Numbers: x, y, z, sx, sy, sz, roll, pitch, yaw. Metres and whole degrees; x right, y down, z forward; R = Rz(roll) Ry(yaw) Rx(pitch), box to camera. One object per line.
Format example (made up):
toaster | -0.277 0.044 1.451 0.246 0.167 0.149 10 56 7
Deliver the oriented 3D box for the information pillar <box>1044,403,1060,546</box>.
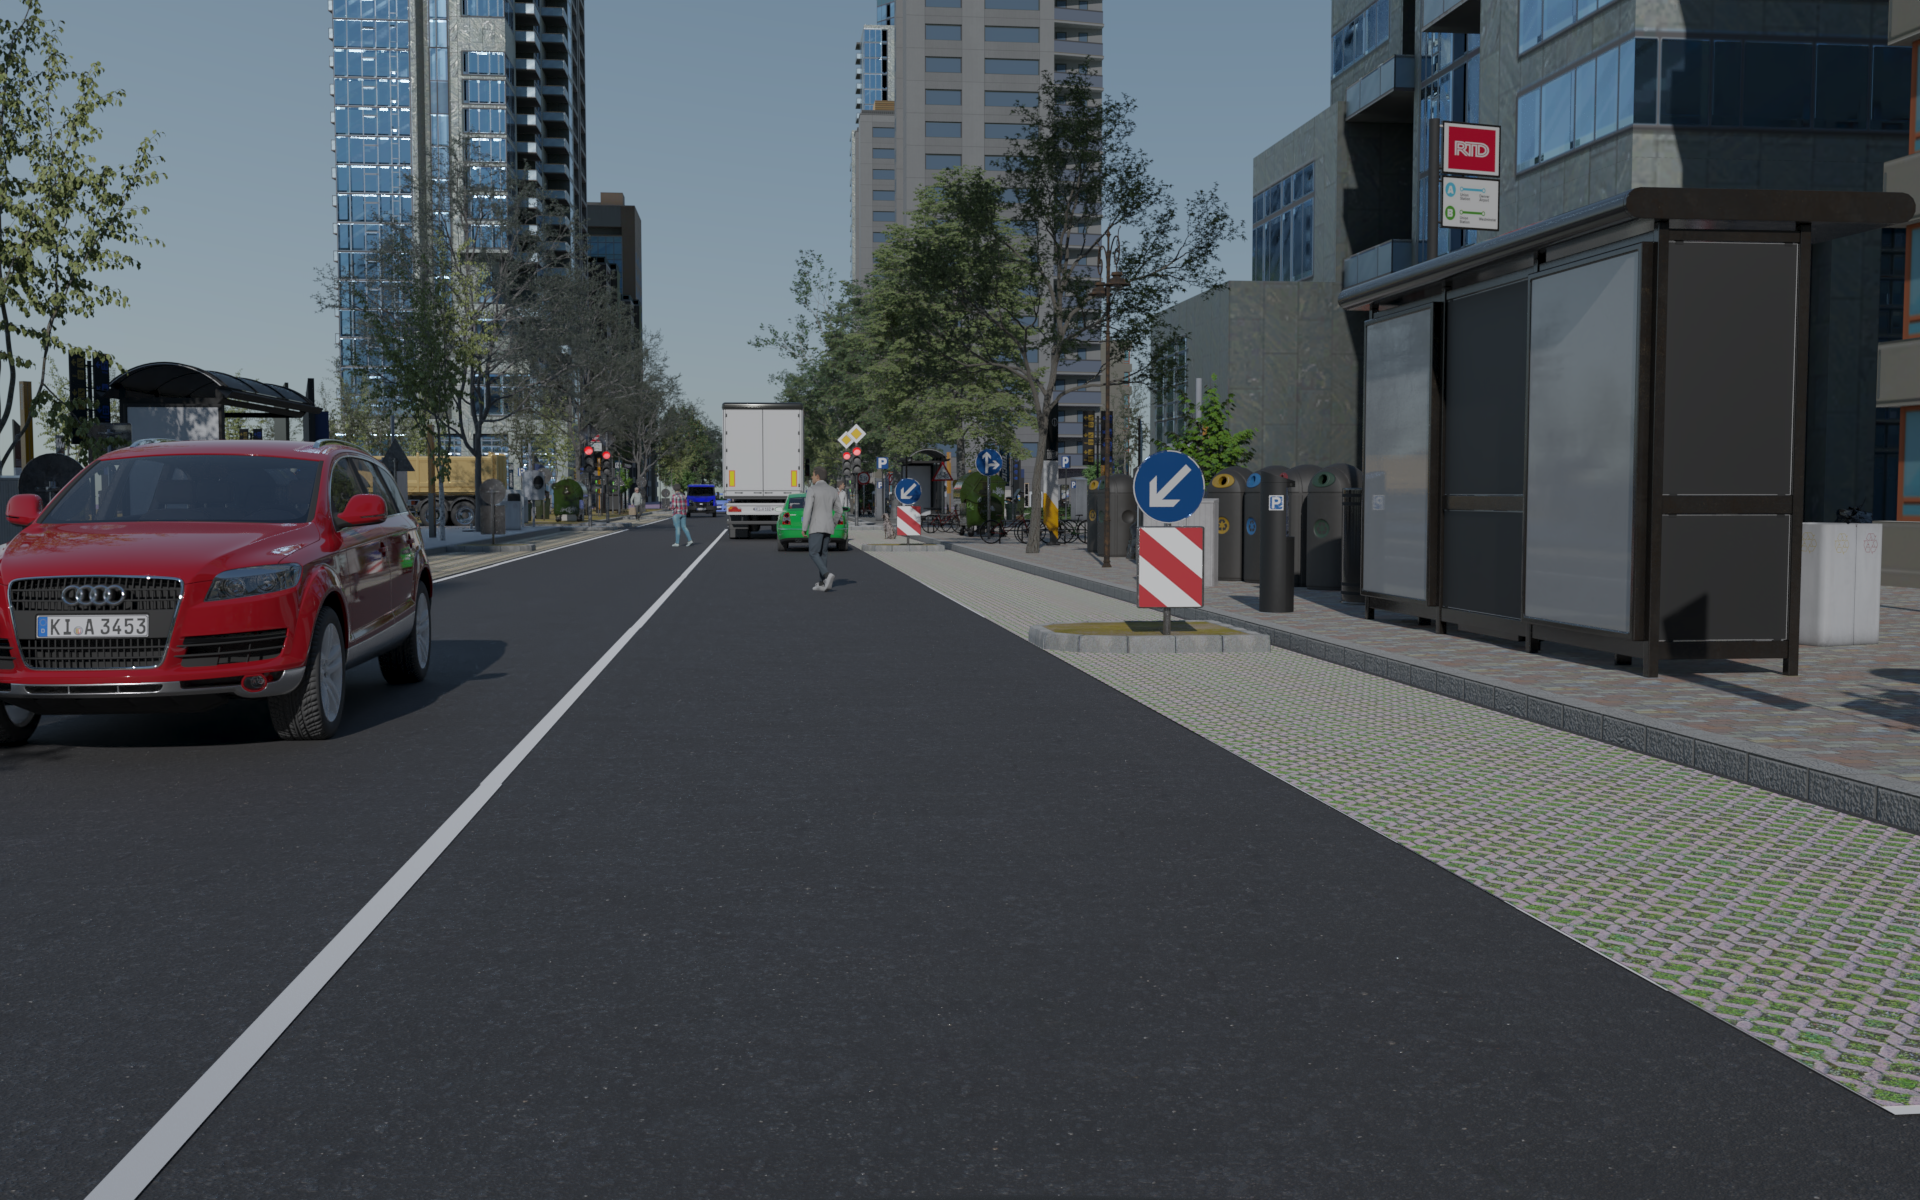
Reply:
information pillar | 2.271 -3.162 43.052 0.183 3.616 0.504 3 5 42

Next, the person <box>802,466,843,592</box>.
person | -1.999 -1.052 25.539 0.661 1.843 0.795 -3 4 -39

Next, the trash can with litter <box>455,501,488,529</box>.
trash can with litter | -17.378 -3.214 63.600 1.678 1.210 2.233 -3 5 -43

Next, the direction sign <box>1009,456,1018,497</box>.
direction sign | 3.071 -6.823 103.552 0.876 3.537 0.379 -2 4 -28

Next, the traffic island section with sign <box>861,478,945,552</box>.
traffic island section with sign | -1.474 -2.147 43.735 1.989 1.847 2.006 0 4 -7

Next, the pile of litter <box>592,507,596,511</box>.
pile of litter | -28.021 -7.405 135.042 1.719 0.858 1.176 0 4 -7

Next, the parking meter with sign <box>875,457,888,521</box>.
parking meter with sign | -3.806 -5.294 82.820 0.543 3.016 1.738 -1 4 -9

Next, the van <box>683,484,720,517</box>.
van | -16.131 -6.336 107.981 2.240 2.365 5.245 -1 4 -8

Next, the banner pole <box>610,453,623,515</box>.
banner pole | -22.610 -7.575 113.862 0.863 3.779 0.401 -2 4 -26

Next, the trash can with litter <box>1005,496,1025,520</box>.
trash can with litter | 2.502 -4.237 80.667 0.624 1.170 1.055 3 5 43

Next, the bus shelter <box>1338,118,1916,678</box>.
bus shelter | 5.107 -2.362 16.254 2.179 5.291 8.768 0 4 -6

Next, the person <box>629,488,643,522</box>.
person | -16.815 -4.941 89.771 0.515 1.767 0.782 3 5 42

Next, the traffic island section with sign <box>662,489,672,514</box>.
traffic island section with sign | -21.212 -7.131 125.216 1.989 1.847 2.006 0 4 -7

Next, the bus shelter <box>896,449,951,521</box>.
bus shelter | -1.728 -5.269 80.079 2.014 3.302 5.546 0 4 -7

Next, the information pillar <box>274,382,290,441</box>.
information pillar | -14.272 -2.762 36.521 0.504 3.616 0.183 3 5 39

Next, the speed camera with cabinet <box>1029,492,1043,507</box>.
speed camera with cabinet | 5.598 -7.578 118.242 2.038 3.252 0.660 -1 4 -16

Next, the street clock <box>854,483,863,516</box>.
street clock | -5.845 -5.815 99.647 0.471 2.002 0.358 0 4 -2

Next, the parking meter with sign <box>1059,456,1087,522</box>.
parking meter with sign | 5.516 -5.115 79.892 1.738 3.016 0.543 -3 4 -37

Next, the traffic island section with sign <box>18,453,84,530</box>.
traffic island section with sign | -8.541 -0.451 16.000 1.989 1.847 2.006 0 4 -7

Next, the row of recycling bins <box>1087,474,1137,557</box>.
row of recycling bins | 3.298 -1.815 36.786 1.069 1.692 3.534 0 4 0

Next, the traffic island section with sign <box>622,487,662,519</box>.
traffic island section with sign | -18.084 -5.477 98.183 1.989 1.847 2.006 0 4 -7

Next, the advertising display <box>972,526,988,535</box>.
advertising display | 0.664 -3.031 54.769 0.123 1.923 0.974 2 4 35

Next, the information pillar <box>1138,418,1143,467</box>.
information pillar | 5.578 -3.811 53.661 0.183 3.616 0.504 1 4 14

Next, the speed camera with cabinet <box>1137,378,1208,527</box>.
speed camera with cabinet | 3.718 -2.199 30.283 0.660 3.252 2.038 -1 4 -15

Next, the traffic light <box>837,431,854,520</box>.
traffic light | -5.084 -5.405 77.292 0.839 4.253 0.868 0 4 -7

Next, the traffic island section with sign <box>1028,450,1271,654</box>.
traffic island section with sign | 1.699 -0.476 16.417 1.989 1.847 2.006 0 4 -7

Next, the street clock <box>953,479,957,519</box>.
street clock | -0.142 -4.958 85.636 0.358 2.002 0.471 -3 4 -36

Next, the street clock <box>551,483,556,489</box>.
street clock | -26.115 -6.557 111.784 0.358 2.002 0.471 3 5 42

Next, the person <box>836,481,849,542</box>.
person | -3.659 -2.635 51.691 0.679 1.850 0.850 -3 5 -44

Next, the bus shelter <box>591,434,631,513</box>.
bus shelter | -23.930 -8.624 118.632 2.179 5.291 8.768 0 4 -7

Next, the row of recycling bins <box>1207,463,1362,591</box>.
row of recycling bins | 4.643 -1.070 24.615 1.069 1.692 3.534 -1 4 -22

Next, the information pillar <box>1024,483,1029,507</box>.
information pillar | 4.507 -6.866 116.758 0.304 2.012 0.304 1 4 8

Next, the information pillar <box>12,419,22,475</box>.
information pillar | -29.501 -3.857 54.409 0.183 3.616 0.504 1 4 22

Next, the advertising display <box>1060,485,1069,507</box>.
advertising display | 7.210 -6.983 119.393 0.123 1.923 0.974 3 4 37

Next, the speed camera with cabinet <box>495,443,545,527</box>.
speed camera with cabinet | -17.002 -4.441 66.944 0.660 3.252 2.038 2 4 34

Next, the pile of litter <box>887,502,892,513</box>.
pile of litter | -4.495 -6.234 115.891 1.176 0.858 1.719 0 4 1

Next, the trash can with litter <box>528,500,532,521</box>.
trash can with litter | -20.436 -4.262 81.074 0.624 1.170 1.055 -3 4 -37

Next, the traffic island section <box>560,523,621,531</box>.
traffic island section | -14.595 -2.813 68.273 2.009 0.180 2.903 0 4 -7

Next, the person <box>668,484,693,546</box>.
person | -7.679 -2.333 47.484 0.643 1.720 0.563 3 4 37

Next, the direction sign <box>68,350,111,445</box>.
direction sign | -13.842 -2.179 27.624 0.379 3.537 0.876 1 4 13

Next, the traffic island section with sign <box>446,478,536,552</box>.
traffic island section with sign | -11.719 -2.129 43.431 1.989 1.847 2.006 0 4 -7

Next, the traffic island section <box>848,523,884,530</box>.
traffic island section | -4.123 -2.887 69.479 2.009 0.180 2.903 0 4 -7

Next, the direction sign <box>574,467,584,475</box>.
direction sign | -31.319 -9.196 142.345 0.876 3.537 0.379 1 4 9

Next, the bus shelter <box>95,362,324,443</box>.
bus shelter | -12.459 -2.161 29.250 2.014 3.302 5.546 0 4 -6

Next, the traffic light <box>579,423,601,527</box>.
traffic light | -14.554 -4.845 68.143 0.839 4.253 0.868 0 4 -7

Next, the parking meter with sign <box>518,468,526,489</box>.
parking meter with sign | -29.032 -7.321 115.967 0.543 3.016 1.738 0 4 5

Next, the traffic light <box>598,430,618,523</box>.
traffic light | -15.474 -5.331 76.075 0.839 4.253 0.868 0 4 -7

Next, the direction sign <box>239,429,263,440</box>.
direction sign | -24.541 -4.161 60.033 0.876 3.537 0.379 1 4 12

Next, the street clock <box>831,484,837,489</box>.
street clock | -9.346 -7.577 128.458 0.471 2.002 0.358 3 5 44

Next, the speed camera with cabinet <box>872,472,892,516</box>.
speed camera with cabinet | -4.696 -6.590 102.079 0.660 3.252 2.038 -1 4 -15

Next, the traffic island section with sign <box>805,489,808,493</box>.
traffic island section with sign | -11.105 -7.220 126.668 1.989 1.847 2.006 0 4 -7

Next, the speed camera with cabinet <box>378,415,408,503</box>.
speed camera with cabinet | -14.936 -3.004 43.450 2.038 3.252 0.660 1 4 10

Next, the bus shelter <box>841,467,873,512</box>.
bus shelter | -7.384 -7.955 123.994 2.014 3.302 5.546 0 4 -7

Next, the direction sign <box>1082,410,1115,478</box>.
direction sign | 3.742 -3.371 47.110 0.876 3.537 0.379 -1 4 -18

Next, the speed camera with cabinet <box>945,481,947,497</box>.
speed camera with cabinet | -1.844 -9.032 142.013 2.038 3.252 0.660 1 4 21

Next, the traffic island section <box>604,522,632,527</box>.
traffic island section | -15.515 -3.298 76.205 2.009 0.180 2.903 0 4 -7
